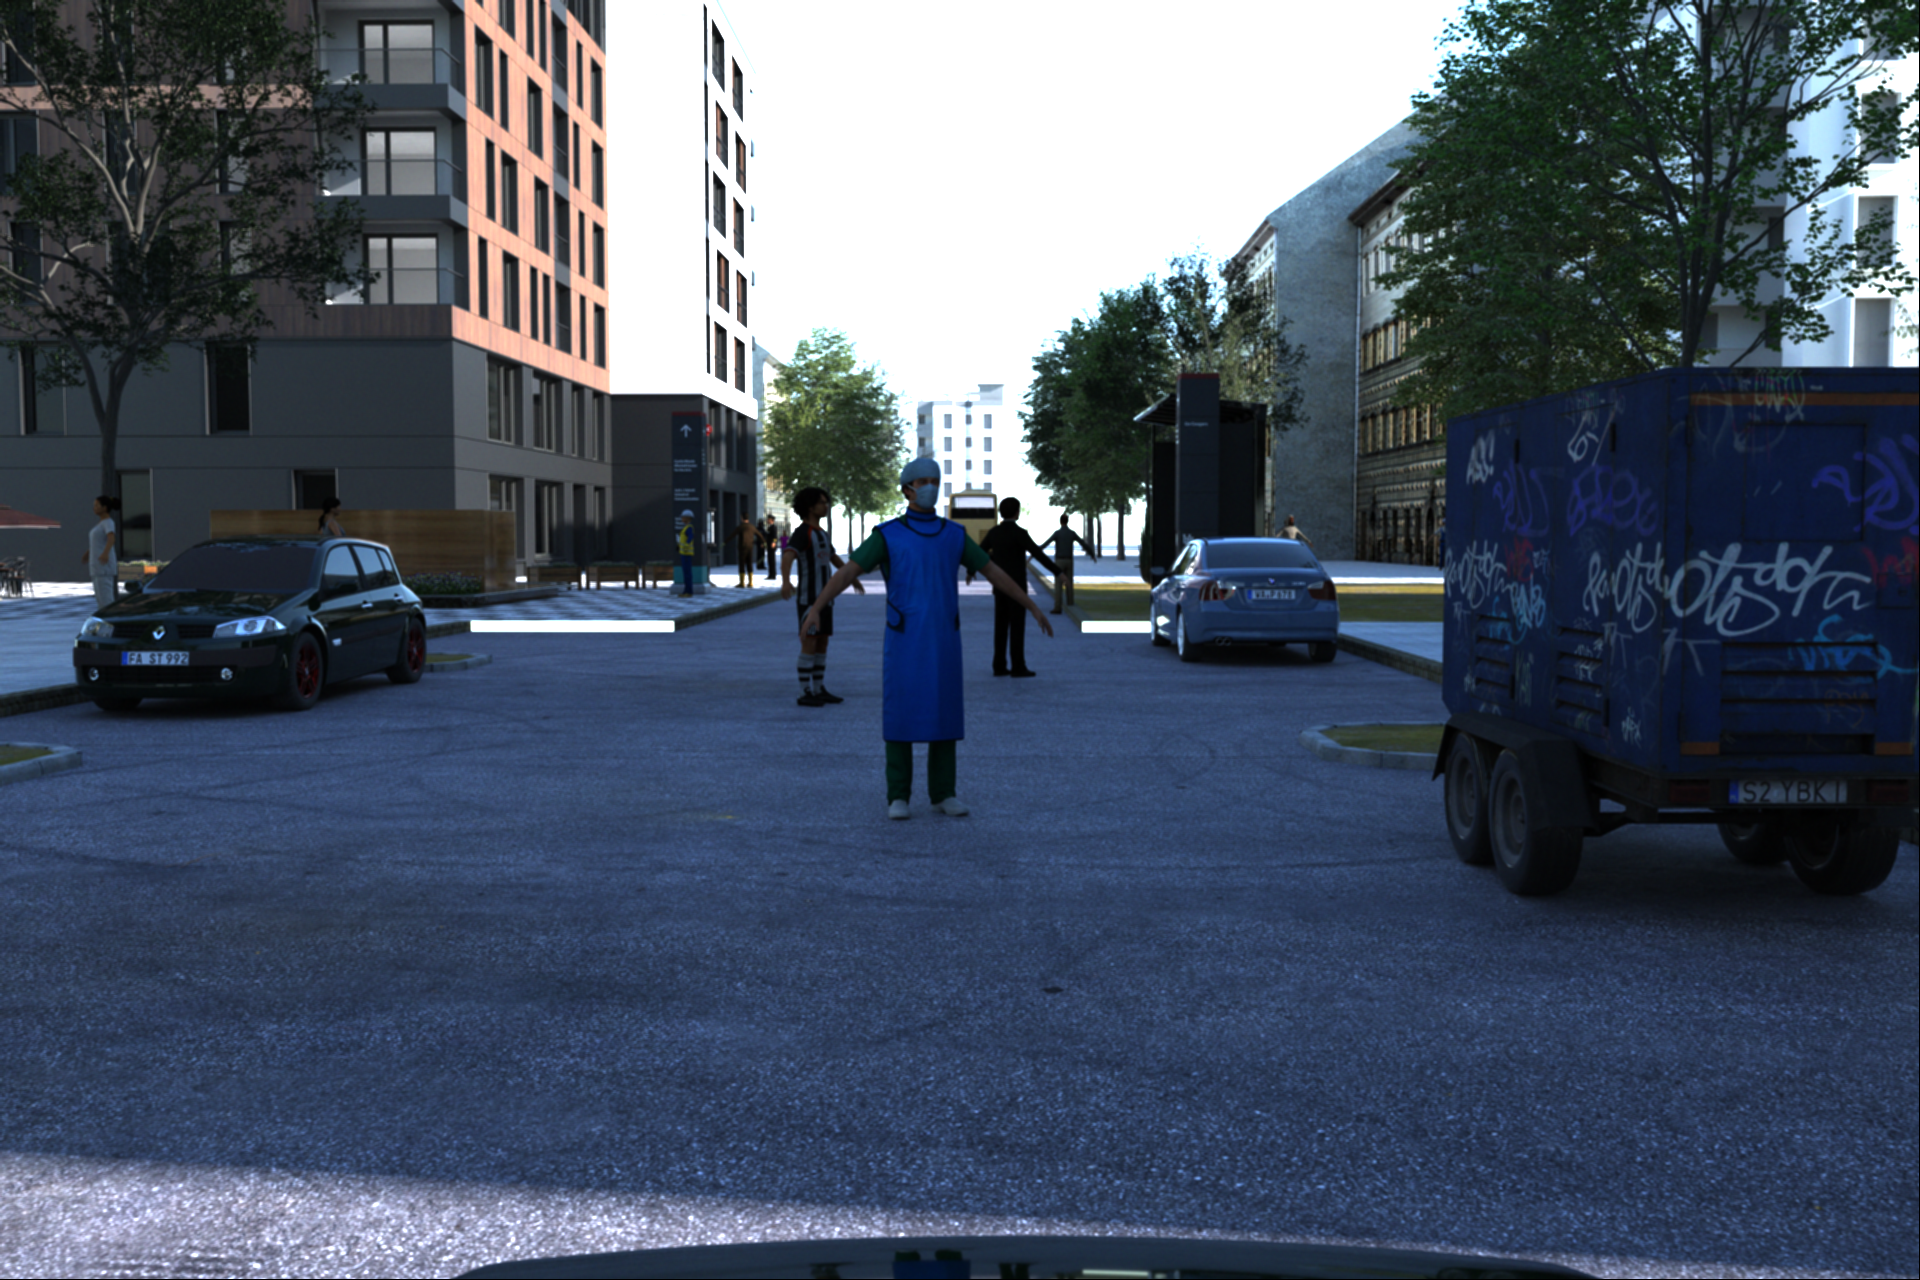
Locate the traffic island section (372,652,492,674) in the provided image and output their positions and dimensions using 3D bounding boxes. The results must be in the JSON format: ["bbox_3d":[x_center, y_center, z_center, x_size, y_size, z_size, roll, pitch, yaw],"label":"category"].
[{"bbox_3d":[-6.199,0.251,18.763,1.991,0.108,1.994,0,4,1],"label":"traffic island section"}]

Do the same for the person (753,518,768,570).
[{"bbox_3d":[-7.168,-3.474,62.575,0.705,1.856,1.354,2,4,26],"label":"person"}]

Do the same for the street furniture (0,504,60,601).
[{"bbox_3d":[-32.326,-1.579,30.845,27.439,1.986,14.083,0,4,3],"label":"street furniture"}]

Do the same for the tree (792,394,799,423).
[{"bbox_3d":[-21.371,-22.222,219.219,12.611,20.169,13.585,0,3,0],"label":"tree"}]

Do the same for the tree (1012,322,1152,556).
[{"bbox_3d":[7.878,-12.030,103.345,9.857,13.997,8.962,0,3,0],"label":"tree"}]

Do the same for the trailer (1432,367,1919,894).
[{"bbox_3d":[2.889,-0.052,7.902,1.471,1.999,3.904,0,4,0],"label":"trailer"}]

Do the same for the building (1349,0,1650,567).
[{"bbox_3d":[27.970,-14.813,73.118,19.493,23.208,18.063,0,4,1],"label":"building"}]

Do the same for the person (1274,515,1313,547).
[{"bbox_3d":[9.281,-2.604,48.699,1.348,1.813,0.705,-1,4,-17],"label":"person"}]

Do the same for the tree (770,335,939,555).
[{"bbox_3d":[-6.891,-12.081,107.902,12.009,13.543,11.850,0,3,0],"label":"tree"}]

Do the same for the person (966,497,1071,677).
[{"bbox_3d":[0.525,-0.538,17.437,1.347,1.806,0.705,3,5,42],"label":"person"}]

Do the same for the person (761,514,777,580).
[{"bbox_3d":[-5.325,-2.611,48.621,0.705,1.837,1.347,-1,4,-19],"label":"person"}]

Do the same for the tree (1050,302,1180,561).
[{"bbox_3d":[8.073,-10.116,83.519,7.486,12.596,7.792,0,3,0],"label":"tree"}]

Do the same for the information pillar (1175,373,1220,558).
[{"bbox_3d":[3.860,-2.375,28.213,0.750,3.857,0.750,0,4,1],"label":"information pillar"}]

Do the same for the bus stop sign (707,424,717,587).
[{"bbox_3d":[-6.369,-3.270,42.163,0.855,3.939,0.416,0,4,1],"label":"bus stop sign"}]

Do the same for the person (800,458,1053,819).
[{"bbox_3d":[-0.181,-0.013,8.797,1.347,1.817,0.704,-1,4,-21],"label":"person"}]

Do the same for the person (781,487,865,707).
[{"bbox_3d":[-1.196,-0.362,14.524,0.704,1.843,1.345,2,4,24],"label":"person"}]

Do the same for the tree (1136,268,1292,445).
[{"bbox_3d":[7.541,-5.933,47.370,4.360,8.622,3.978,0,3,0],"label":"tree"}]

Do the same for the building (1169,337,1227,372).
[{"bbox_3d":[28.603,-19.669,152.517,19.493,23.208,18.063,0,4,1],"label":"building"}]

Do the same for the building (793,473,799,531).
[{"bbox_3d":[-21.312,-14.650,181.682,9.099,9.664,28.070,0,4,1],"label":"building"}]

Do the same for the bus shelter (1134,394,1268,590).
[{"bbox_3d":[4.372,-2.497,32.104,1.731,3.624,6.357,0,4,0],"label":"bus shelter"}]

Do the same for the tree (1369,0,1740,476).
[{"bbox_3d":[12.231,-7.210,36.004,7.486,12.596,7.792,0,3,0],"label":"tree"}]

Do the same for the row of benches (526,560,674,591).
[{"bbox_3d":[-7.966,-1.505,40.075,4.104,0.672,1.422,-3,4,-37],"label":"row of benches"}]

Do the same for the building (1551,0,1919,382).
[{"bbox_3d":[26.684,-12.542,61.488,16.016,20.090,11.380,0,4,2],"label":"building"}]

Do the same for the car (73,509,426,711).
[{"bbox_3d":[-6.109,-0.337,15.297,2.009,1.686,4.222,0,4,2],"label":"car"}]

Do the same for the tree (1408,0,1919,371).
[{"bbox_3d":[9.600,-5.938,22.839,9.928,11.665,9.643,0,3,0],"label":"tree"}]

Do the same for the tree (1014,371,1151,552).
[{"bbox_3d":[9.047,-13.200,126.185,12.009,13.543,11.850,0,3,0],"label":"tree"}]

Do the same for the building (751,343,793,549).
[{"bbox_3d":[-25.288,-19.736,153.607,19.493,23.208,18.063,0,4,1],"label":"building"}]

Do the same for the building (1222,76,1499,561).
[{"bbox_3d":[24.525,-15.931,91.393,19.493,23.208,18.063,0,4,2],"label":"building"}]

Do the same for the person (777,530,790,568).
[{"bbox_3d":[-6.566,-3.380,64.528,0.991,1.433,0.599,1,4,14],"label":"person"}]

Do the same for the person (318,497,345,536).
[{"bbox_3d":[-7.598,-0.883,21.250,0.721,1.737,1.217,-3,4,-37],"label":"person"}]

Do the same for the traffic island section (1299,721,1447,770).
[{"bbox_3d":[3.306,0.698,11.452,1.991,0.108,1.994,0,4,1],"label":"traffic island section"}]

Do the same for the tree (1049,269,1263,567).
[{"bbox_3d":[7.496,-8.633,66.897,9.928,11.665,9.643,0,3,0],"label":"tree"}]

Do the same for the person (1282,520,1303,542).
[{"bbox_3d":[11.754,-3.422,62.228,0.705,1.796,1.348,-3,5,-42],"label":"person"}]

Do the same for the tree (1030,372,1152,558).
[{"bbox_3d":[7.659,-9.753,93.876,8.767,10.594,7.601,1,4,14],"label":"tree"}]

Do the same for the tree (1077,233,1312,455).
[{"bbox_3d":[7.357,-7.369,54.897,8.767,10.594,7.601,2,4,28],"label":"tree"}]

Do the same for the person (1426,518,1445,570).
[{"bbox_3d":[17.106,-3.378,61.079,1.347,1.847,0.705,2,4,24],"label":"person"}]

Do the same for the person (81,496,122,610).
[{"bbox_3d":[-10.275,-0.847,20.612,0.721,1.739,1.217,-3,4,-36],"label":"person"}]

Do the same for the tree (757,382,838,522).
[{"bbox_3d":[-7.648,-8.111,82.971,4.737,8.622,4.395,0,3,0],"label":"tree"}]

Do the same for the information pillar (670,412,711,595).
[{"bbox_3d":[-5.758,-2.909,36.934,0.750,3.857,0.750,0,4,2],"label":"information pillar"}]

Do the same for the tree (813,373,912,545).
[{"bbox_3d":[-7.218,-12.502,122.533,7.486,12.596,7.792,0,3,0],"label":"tree"}]

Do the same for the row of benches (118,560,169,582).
[{"bbox_3d":[-18.100,-1.534,40.549,4.104,0.672,1.422,2,4,23],"label":"row of benches"}]

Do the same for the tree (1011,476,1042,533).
[{"bbox_3d":[8.887,-16.454,219.388,4.360,8.622,3.978,0,3,0],"label":"tree"}]

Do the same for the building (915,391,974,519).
[{"bbox_3d":[-5.295,-22.199,221.832,11.380,20.090,16.016,1,4,8],"label":"building"}]

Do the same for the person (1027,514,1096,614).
[{"bbox_3d":[1.856,-1.369,31.107,1.348,1.796,0.705,-1,4,-19],"label":"person"}]

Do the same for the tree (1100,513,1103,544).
[{"bbox_3d":[19.013,-22.506,223.866,12.611,20.169,13.585,0,3,0],"label":"tree"}]

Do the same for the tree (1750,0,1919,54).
[{"bbox_3d":[9.374,-6.018,8.771,12.009,13.543,11.850,0,3,0],"label":"tree"}]

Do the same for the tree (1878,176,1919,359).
[{"bbox_3d":[17.837,-4.737,27.808,4.360,8.622,3.978,0,3,0],"label":"tree"}]

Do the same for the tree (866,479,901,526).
[{"bbox_3d":[-6.504,-11.058,131.166,4.360,8.622,3.978,0,3,0],"label":"tree"}]

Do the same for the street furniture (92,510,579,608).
[{"bbox_3d":[-12.569,-1.592,32.883,9.812,1.723,11.010,0,4,3],"label":"street furniture"}]

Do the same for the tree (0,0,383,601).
[{"bbox_3d":[-11.482,-5.401,22.712,8.767,10.594,7.601,0,4,-3],"label":"tree"}]

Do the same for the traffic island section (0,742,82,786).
[{"bbox_3d":[-6.435,0.771,10.253,1.991,0.108,1.994,0,4,1],"label":"traffic island section"}]

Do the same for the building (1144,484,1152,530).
[{"bbox_3d":[25.396,-14.896,185.692,9.099,9.664,28.070,0,4,1],"label":"building"}]

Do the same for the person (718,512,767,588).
[{"bbox_3d":[-5.173,-2.169,41.599,1.346,1.812,0.704,-3,5,-40],"label":"person"}]

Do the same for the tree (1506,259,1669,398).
[{"bbox_3d":[15.571,-5.756,44.478,4.360,8.622,3.978,0,3,0],"label":"tree"}]

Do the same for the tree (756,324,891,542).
[{"bbox_3d":[-7.558,-10.779,94.363,7.486,12.596,7.792,0,3,0],"label":"tree"}]

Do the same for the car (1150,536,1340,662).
[{"bbox_3d":[3.332,-0.532,20.708,2.014,1.417,4.499,0,4,0],"label":"car"}]

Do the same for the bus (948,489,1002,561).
[{"bbox_3d":[0.842,-6.262,93.938,2.896,3.916,12.252,0,4,2],"label":"bus"}]

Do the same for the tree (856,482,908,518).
[{"bbox_3d":[-9.828,-17.424,219.286,7.601,10.594,8.767,1,4,8],"label":"tree"}]

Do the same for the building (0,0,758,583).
[{"bbox_3d":[-23.352,-13.286,61.196,27.936,21.610,32.646,0,4,1],"label":"building"}]

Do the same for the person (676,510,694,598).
[{"bbox_3d":[-5.613,-1.751,35.090,0.721,1.772,1.216,-1,4,-17],"label":"person"}]
